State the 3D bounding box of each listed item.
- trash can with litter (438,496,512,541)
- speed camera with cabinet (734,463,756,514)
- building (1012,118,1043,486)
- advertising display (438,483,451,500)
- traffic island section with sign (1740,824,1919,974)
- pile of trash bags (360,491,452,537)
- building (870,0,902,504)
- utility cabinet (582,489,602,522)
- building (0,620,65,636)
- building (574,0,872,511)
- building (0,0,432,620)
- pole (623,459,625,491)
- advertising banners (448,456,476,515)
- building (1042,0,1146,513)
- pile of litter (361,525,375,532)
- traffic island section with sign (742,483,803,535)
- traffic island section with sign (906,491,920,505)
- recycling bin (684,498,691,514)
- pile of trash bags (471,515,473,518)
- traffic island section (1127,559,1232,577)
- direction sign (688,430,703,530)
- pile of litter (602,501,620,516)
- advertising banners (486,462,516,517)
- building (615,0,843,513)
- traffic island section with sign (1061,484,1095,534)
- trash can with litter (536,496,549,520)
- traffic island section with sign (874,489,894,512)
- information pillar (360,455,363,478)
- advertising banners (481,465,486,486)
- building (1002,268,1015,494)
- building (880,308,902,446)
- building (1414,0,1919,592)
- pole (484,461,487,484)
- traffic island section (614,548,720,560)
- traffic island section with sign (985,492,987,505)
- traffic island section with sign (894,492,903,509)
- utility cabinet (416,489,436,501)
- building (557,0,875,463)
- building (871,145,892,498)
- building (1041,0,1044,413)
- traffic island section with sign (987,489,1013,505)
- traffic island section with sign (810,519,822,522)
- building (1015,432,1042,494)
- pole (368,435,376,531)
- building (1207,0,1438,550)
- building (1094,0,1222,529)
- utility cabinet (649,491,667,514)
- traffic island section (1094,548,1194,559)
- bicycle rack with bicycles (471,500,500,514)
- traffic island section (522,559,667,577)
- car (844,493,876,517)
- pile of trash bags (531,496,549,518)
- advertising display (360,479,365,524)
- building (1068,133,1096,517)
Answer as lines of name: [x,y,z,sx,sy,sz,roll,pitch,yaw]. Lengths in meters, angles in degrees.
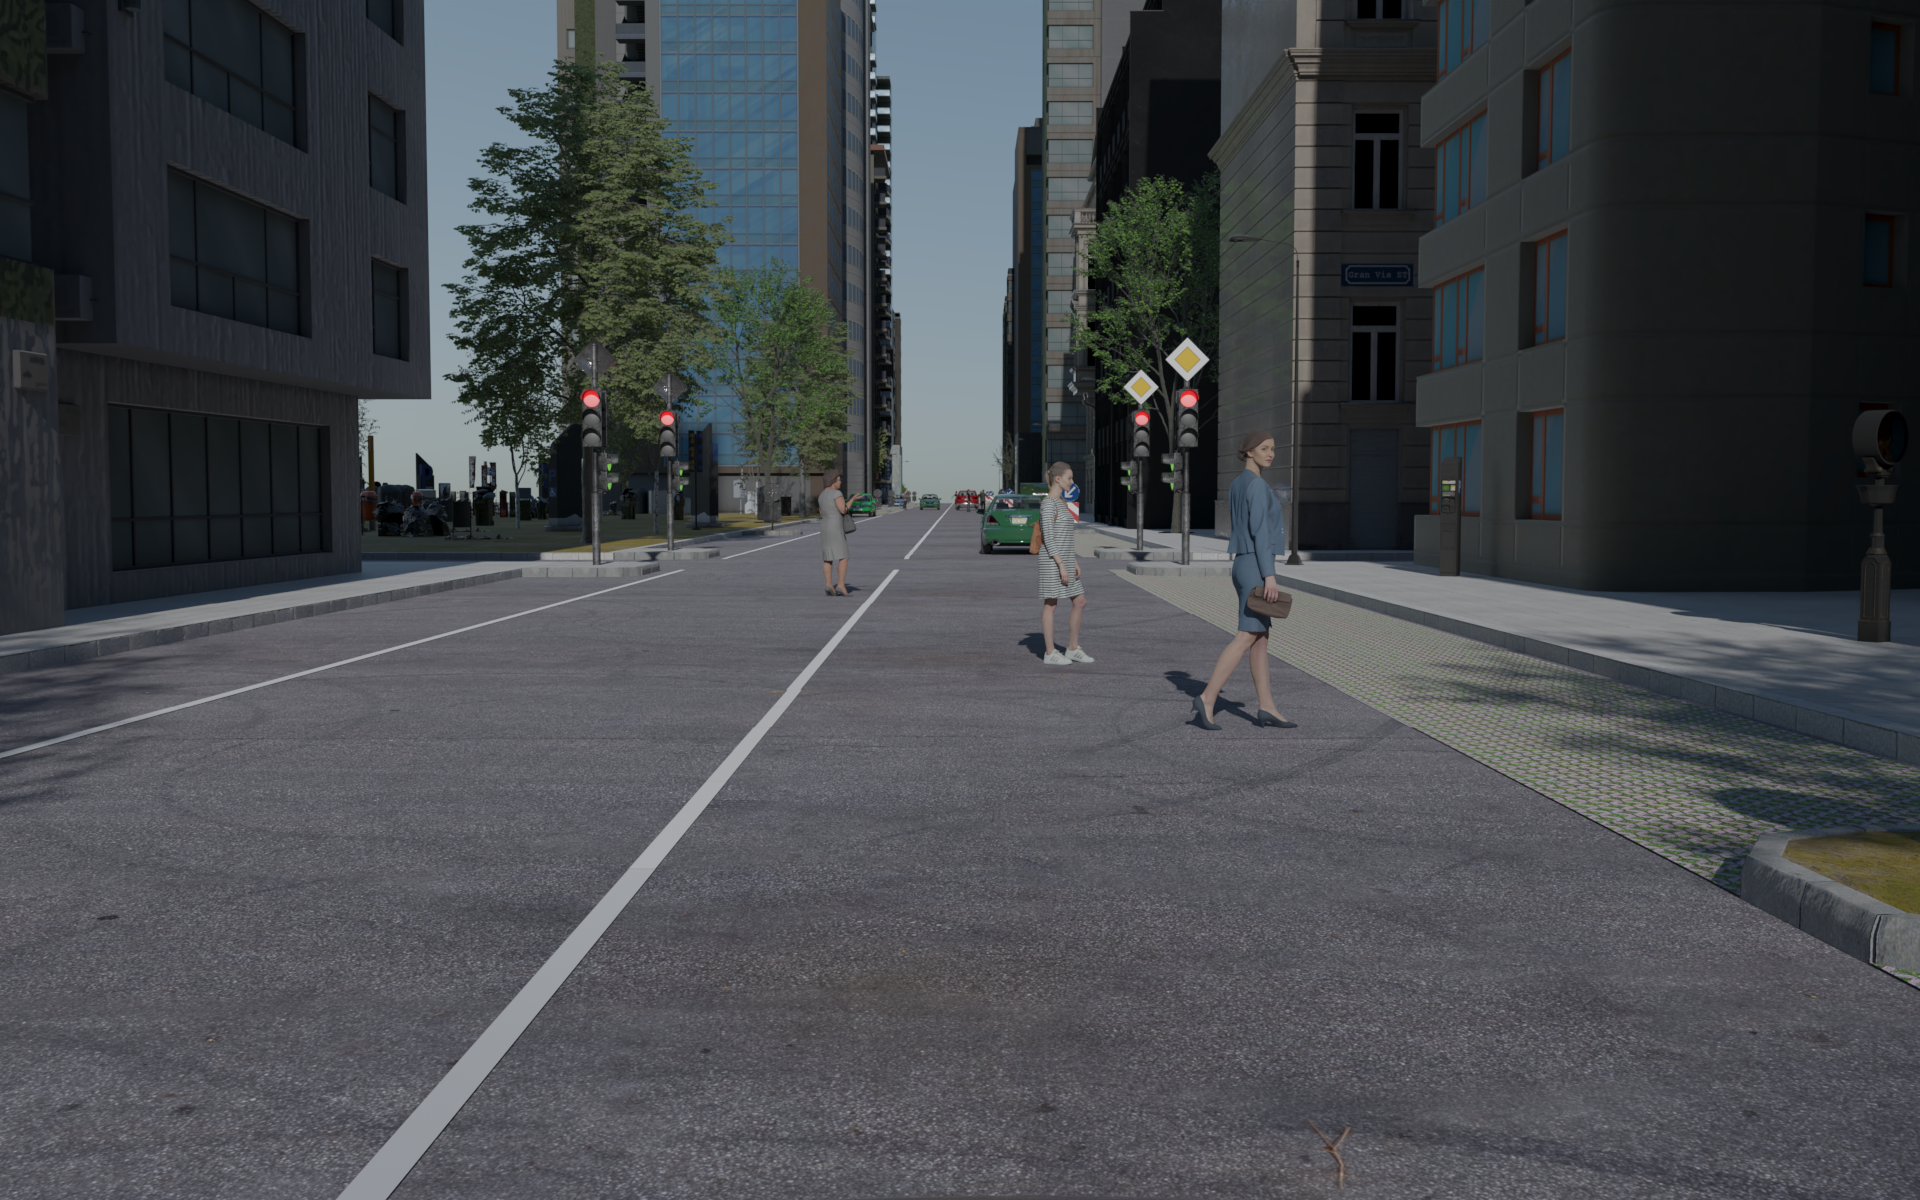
trash can with litter: [-13.650,-2.316,48.924,2.233,1.210,1.678,-3,4,-36]
speed camera with cabinet: [-13.659,-7.145,111.163,0.660,3.252,2.038,2,4,34]
building: [13.613,-34.052,206.868,14.600,45.320,14.200,0,3,0]
advertising display: [-29.800,-5.808,100.175,0.123,1.923,0.974,1,4,21]
traffic island section with sign: [3.759,0.182,5.657,1.989,1.847,2.006,0,3,0]
pile of trash bags: [-17.252,-2.659,53.223,3.447,1.369,1.912,2,4,32]
building: [-19.087,-56.776,240.958,22.319,86.520,31.000,0,3,0]
utility cabinet: [-16.556,-4.190,77.188,1.173,1.500,0.318,0,4,-7]
building: [-15.689,-14.513,8.994,14.160,30.474,14.107,0,3,0]
building: [-18.602,-36.772,143.219,21.231,58.520,28.212,0,3,0]
building: [-15.828,-15.459,24.459,14.107,30.474,14.160,0,3,0]
pole: [-19.631,-6.568,101.234,0.158,3.312,0.155,0,3,0]
advertising banners: [-22.998,-5.130,80.062,2.074,3.025,0.090,3,4,38]
building: [12.880,-26.927,123.857,14.154,41.232,14.086,0,3,0]
pile of litter: [-20.544,-2.722,58.467,1.719,0.858,1.176,2,4,34]
traffic island section with sign: [-6.578,-3.201,60.966,1.989,1.847,2.006,0,3,0]
traffic island section with sign: [-6.482,-12.992,221.048,1.989,1.847,2.006,0,3,0]
recycling bin: [-17.670,-6.021,110.990,0.722,1.027,0.722,-1,4,-17]
pile of trash bags: [-27.373,-5.015,91.749,3.447,1.369,1.912,3,5,42]
traffic island section: [4.100,-0.553,31.326,2.009,0.180,2.903,0,3,0]
direction sign: [-9.420,-4.266,61.739,0.379,3.537,0.876,2,4,24]
pile of litter: [-20.974,-5.491,103.742,1.176,0.858,1.719,-2,4,-26]
advertising banners: [-25.159,-6.065,95.349,0.090,3.025,2.074,2,4,28]
building: [-15.765,-28.889,122.453,14.600,45.320,14.200,0,3,0]
traffic island section with sign: [3.794,-3.274,62.155,1.989,1.847,2.006,0,3,0]
trash can with litter: [-20.677,-4.600,86.593,1.055,1.170,0.624,1,4,21]
traffic island section with sign: [-6.536,-7.977,139.051,1.989,1.847,2.006,0,3,0]
information pillar: [-35.970,-6.869,103.665,0.183,3.616,0.504,3,4,37]
advertising banners: [-29.066,-6.583,103.813,0.090,3.025,2.074,2,4,32]
building: [12.917,-27.525,221.736,14.160,30.474,14.107,0,3,0]
building: [-16.219,-30.182,265.179,14.160,30.474,14.107,0,3,0]
building: [22.101,-10.489,16.534,27.650,21.520,28.899,0,3,0]
pole: [-29.468,-6.958,107.611,0.158,3.312,0.155,0,3,0]
traffic island section: [-6.587,-1.042,39.322,2.009,0.180,2.903,0,3,0]
traffic island section with sign: [3.897,-13.045,221.913,1.989,1.847,2.006,0,3,0]
traffic island section with sign: [-6.516,-9.646,166.338,1.989,1.847,2.006,0,3,0]
utility cabinet: [-25.563,-4.544,82.970,0.318,1.500,1.173,1,4,20]
building: [-23.307,-35.618,171.588,28.713,52.752,27.495,0,3,0]
building: [-19.807,-34.112,212.355,22.147,44.769,28.867,0,3,0]
building: [20.823,-33.953,144.370,28.713,52.752,27.495,0,3,0]
traffic island section with sign: [3.854,-9.645,166.322,1.989,1.847,2.006,0,3,0]
traffic island section with sign: [-6.560,-4.871,88.275,1.989,1.847,2.006,0,3,0]
building: [17.220,-52.632,173.206,22.319,86.520,31.000,0,3,0]
pole: [-20.484,-4.064,60.288,0.158,3.312,0.155,0,3,0]
building: [19.599,-15.104,44.209,25.104,27.353,12.463,0,3,0]
building: [12.260,-14.715,70.261,12.332,23.373,15.834,0,3,0]
utility cabinet: [-19.092,-6.165,109.477,1.173,1.500,0.318,-3,5,-43]
traffic island section: [4.104,-1.042,39.311,2.009,0.180,2.903,0,3,0]
bicycle rack with bicycles: [-29.870,-5.860,109.190,2.925,0.926,2.852,-2,4,-31]
traffic island section: [-6.592,-0.554,31.337,2.009,0.180,2.903,0,3,0]
car: [-6.244,-6.104,108.599,1.959,1.807,4.718,0,4,1]
pile of trash bags: [-23.385,-5.559,100.638,1.912,1.369,3.447,-3,4,-38]
advertising display: [-25.464,-4.190,73.723,0.123,1.923,0.974,-1,4,-9]
building: [13.348,-16.947,96.166,14.460,24.649,34.723,0,3,0]
